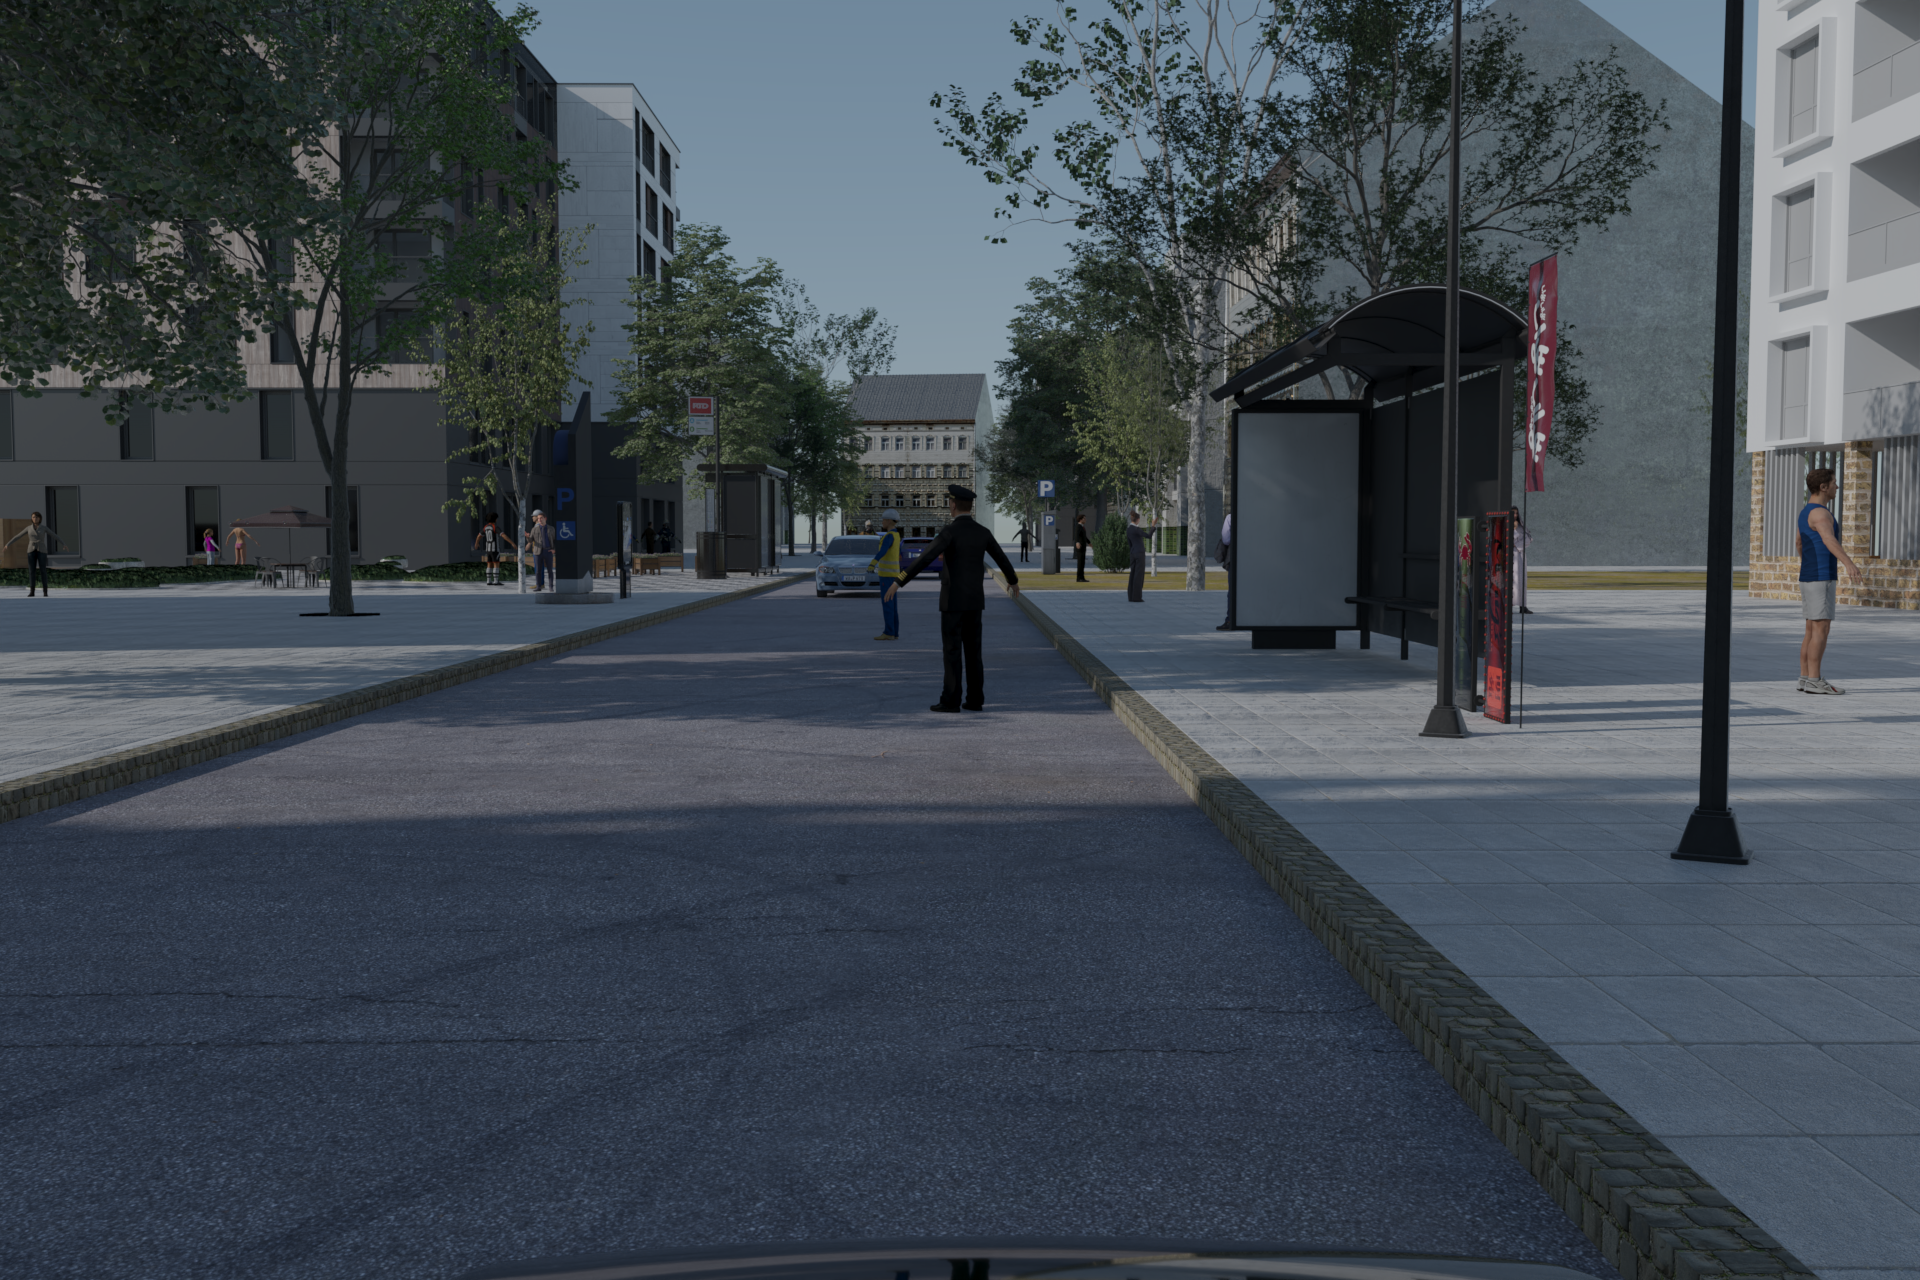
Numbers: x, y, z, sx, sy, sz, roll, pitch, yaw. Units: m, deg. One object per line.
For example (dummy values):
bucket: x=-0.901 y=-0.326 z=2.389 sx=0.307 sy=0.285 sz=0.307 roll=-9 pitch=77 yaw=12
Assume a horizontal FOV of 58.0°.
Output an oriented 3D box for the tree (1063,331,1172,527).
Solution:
tree: x=5.843 y=-6.846 z=62.299 sx=4.737 sy=8.622 sz=4.395 roll=0 pitch=3 yaw=0

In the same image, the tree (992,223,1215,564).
tree: x=6.008 y=-10.172 z=72.971 sx=9.857 sy=13.997 sz=8.962 roll=0 pitch=3 yaw=0

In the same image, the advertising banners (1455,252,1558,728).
advertising banners: x=3.695 y=-0.958 z=11.853 sx=0.090 sy=3.025 sz=2.074 roll=0 pitch=3 yaw=0

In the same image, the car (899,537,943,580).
car: x=-1.284 y=-2.646 z=55.845 sx=1.945 sy=1.354 sz=3.894 roll=0 pitch=4 yaw=-1

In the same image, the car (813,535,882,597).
car: x=-2.402 y=-1.757 z=40.731 sx=2.014 sy=1.417 sz=4.499 roll=0 pitch=4 yaw=-1

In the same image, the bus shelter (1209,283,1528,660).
bus shelter: x=3.798 y=-1.397 z=16.762 sx=2.014 sy=3.302 sz=5.546 roll=0 pitch=3 yaw=0

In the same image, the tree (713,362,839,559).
tree: x=-9.716 y=-9.501 z=89.750 sx=7.601 sy=10.594 sz=8.767 roll=0 pitch=4 yaw=1

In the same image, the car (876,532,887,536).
car: x=-3.011 y=-3.362 z=64.566 sx=1.945 sy=1.707 sz=3.694 roll=0 pitch=3 yaw=0

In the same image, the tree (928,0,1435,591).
tree: x=5.625 y=-11.270 z=40.148 sx=12.611 sy=20.169 sz=13.585 roll=0 pitch=3 yaw=0

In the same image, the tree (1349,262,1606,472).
tree: x=17.271 y=-7.489 z=56.860 sx=8.767 sy=10.594 sz=7.601 roll=-1 pitch=4 yaw=-19

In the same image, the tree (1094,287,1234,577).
tree: x=5.643 y=-6.224 z=52.126 sx=4.360 sy=8.622 sz=3.978 roll=0 pitch=3 yaw=0

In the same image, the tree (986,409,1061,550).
tree: x=5.365 y=-13.402 z=137.251 sx=7.486 sy=12.596 sz=7.792 roll=0 pitch=3 yaw=0

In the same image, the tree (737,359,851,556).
tree: x=-9.932 y=-10.689 z=100.515 sx=9.928 sy=11.665 sz=9.643 roll=0 pitch=3 yaw=0

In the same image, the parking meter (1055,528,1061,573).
parking meter: x=3.112 y=-2.957 z=56.757 sx=0.372 sy=1.533 sz=0.369 roll=0 pitch=3 yaw=0

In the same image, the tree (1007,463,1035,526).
tree: x=11.045 y=-20.048 z=234.438 sx=9.857 sy=13.997 sz=8.962 roll=0 pitch=3 yaw=0

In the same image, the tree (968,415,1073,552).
tree: x=4.832 y=-11.708 z=125.841 sx=7.601 sy=10.594 sz=8.767 roll=2 pitch=4 yaw=32

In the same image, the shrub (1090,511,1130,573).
shrub: x=5.067 y=-3.226 z=56.793 sx=1.661 sy=2.075 sz=1.752 roll=0 pitch=3 yaw=0

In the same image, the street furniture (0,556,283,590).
street furniture: x=-21.443 y=-1.773 z=44.615 sx=5.734 sy=0.657 sz=10.072 roll=0 pitch=4 yaw=3

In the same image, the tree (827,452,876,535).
tree: x=-9.386 y=-11.917 z=145.204 sx=4.737 sy=8.622 sz=4.395 roll=0 pitch=3 yaw=0

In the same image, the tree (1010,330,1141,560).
tree: x=6.043 y=-9.873 z=87.180 sx=9.928 sy=11.665 sz=9.643 roll=0 pitch=3 yaw=0

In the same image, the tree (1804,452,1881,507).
tree: x=26.738 y=-6.408 z=55.131 sx=4.360 sy=8.622 sz=3.978 roll=0 pitch=3 yaw=0

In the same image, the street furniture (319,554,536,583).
street furniture: x=-14.983 y=-2.094 z=49.862 sx=5.734 sy=0.657 sz=10.072 roll=0 pitch=4 yaw=-6

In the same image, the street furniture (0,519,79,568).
street furniture: x=-31.503 y=-2.689 z=50.814 sx=9.812 sy=1.723 sz=11.010 roll=0 pitch=4 yaw=-3

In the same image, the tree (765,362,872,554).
tree: x=-9.672 y=-12.014 z=114.557 sx=7.486 sy=12.596 sz=7.792 roll=0 pitch=3 yaw=0

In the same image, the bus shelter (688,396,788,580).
bus shelter: x=-6.807 y=-4.614 z=53.074 sx=2.179 sy=5.291 sz=8.768 roll=0 pitch=4 yaw=0

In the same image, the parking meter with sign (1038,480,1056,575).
parking meter with sign: x=2.798 y=-3.606 z=55.218 sx=0.543 sy=3.016 sz=1.738 roll=0 pitch=4 yaw=-1

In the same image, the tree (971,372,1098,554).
tree: x=5.956 y=-12.429 z=113.592 sx=12.009 sy=13.543 sz=11.850 roll=0 pitch=3 yaw=0

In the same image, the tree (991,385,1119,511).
tree: x=5.538 y=-10.098 z=99.515 sx=8.767 sy=10.594 sz=7.601 roll=2 pitch=4 yaw=29

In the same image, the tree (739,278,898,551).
tree: x=-11.708 y=-16.785 z=130.322 sx=12.611 sy=20.169 sz=13.585 roll=0 pitch=3 yaw=0

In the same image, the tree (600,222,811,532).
tree: x=-9.357 y=-8.925 z=64.059 sx=7.486 sy=12.596 sz=7.792 roll=0 pitch=3 yaw=0

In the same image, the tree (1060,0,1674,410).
tree: x=5.658 y=-5.581 z=25.664 sx=8.767 sy=10.594 sz=7.601 roll=-1 pitch=4 yaw=-14

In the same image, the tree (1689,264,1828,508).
tree: x=22.441 y=-5.896 z=46.758 sx=4.360 sy=8.622 sz=3.978 roll=0 pitch=3 yaw=0

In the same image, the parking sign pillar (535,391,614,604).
parking sign pillar: x=-7.176 y=-2.671 z=32.145 sx=1.447 sy=3.967 sz=1.447 roll=0 pitch=4 yaw=0

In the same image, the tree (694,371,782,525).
tree: x=-9.165 y=-7.566 z=74.066 sx=4.360 sy=8.622 sz=3.978 roll=0 pitch=3 yaw=0

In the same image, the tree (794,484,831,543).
tree: x=-20.328 y=-18.512 z=237.085 sx=7.601 sy=10.594 sz=8.767 roll=0 pitch=4 yaw=-7

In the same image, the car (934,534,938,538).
car: x=-1.103 y=-6.917 z=121.893 sx=1.959 sy=1.807 sz=4.718 roll=0 pitch=4 yaw=0

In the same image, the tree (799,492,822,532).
tree: x=-19.597 y=-17.122 z=230.301 sx=4.737 sy=8.622 sz=4.395 roll=0 pitch=3 yaw=0

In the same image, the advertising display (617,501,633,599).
advertising display: x=-6.692 y=-1.797 z=34.599 sx=0.123 sy=1.923 sz=0.974 roll=0 pitch=4 yaw=0
